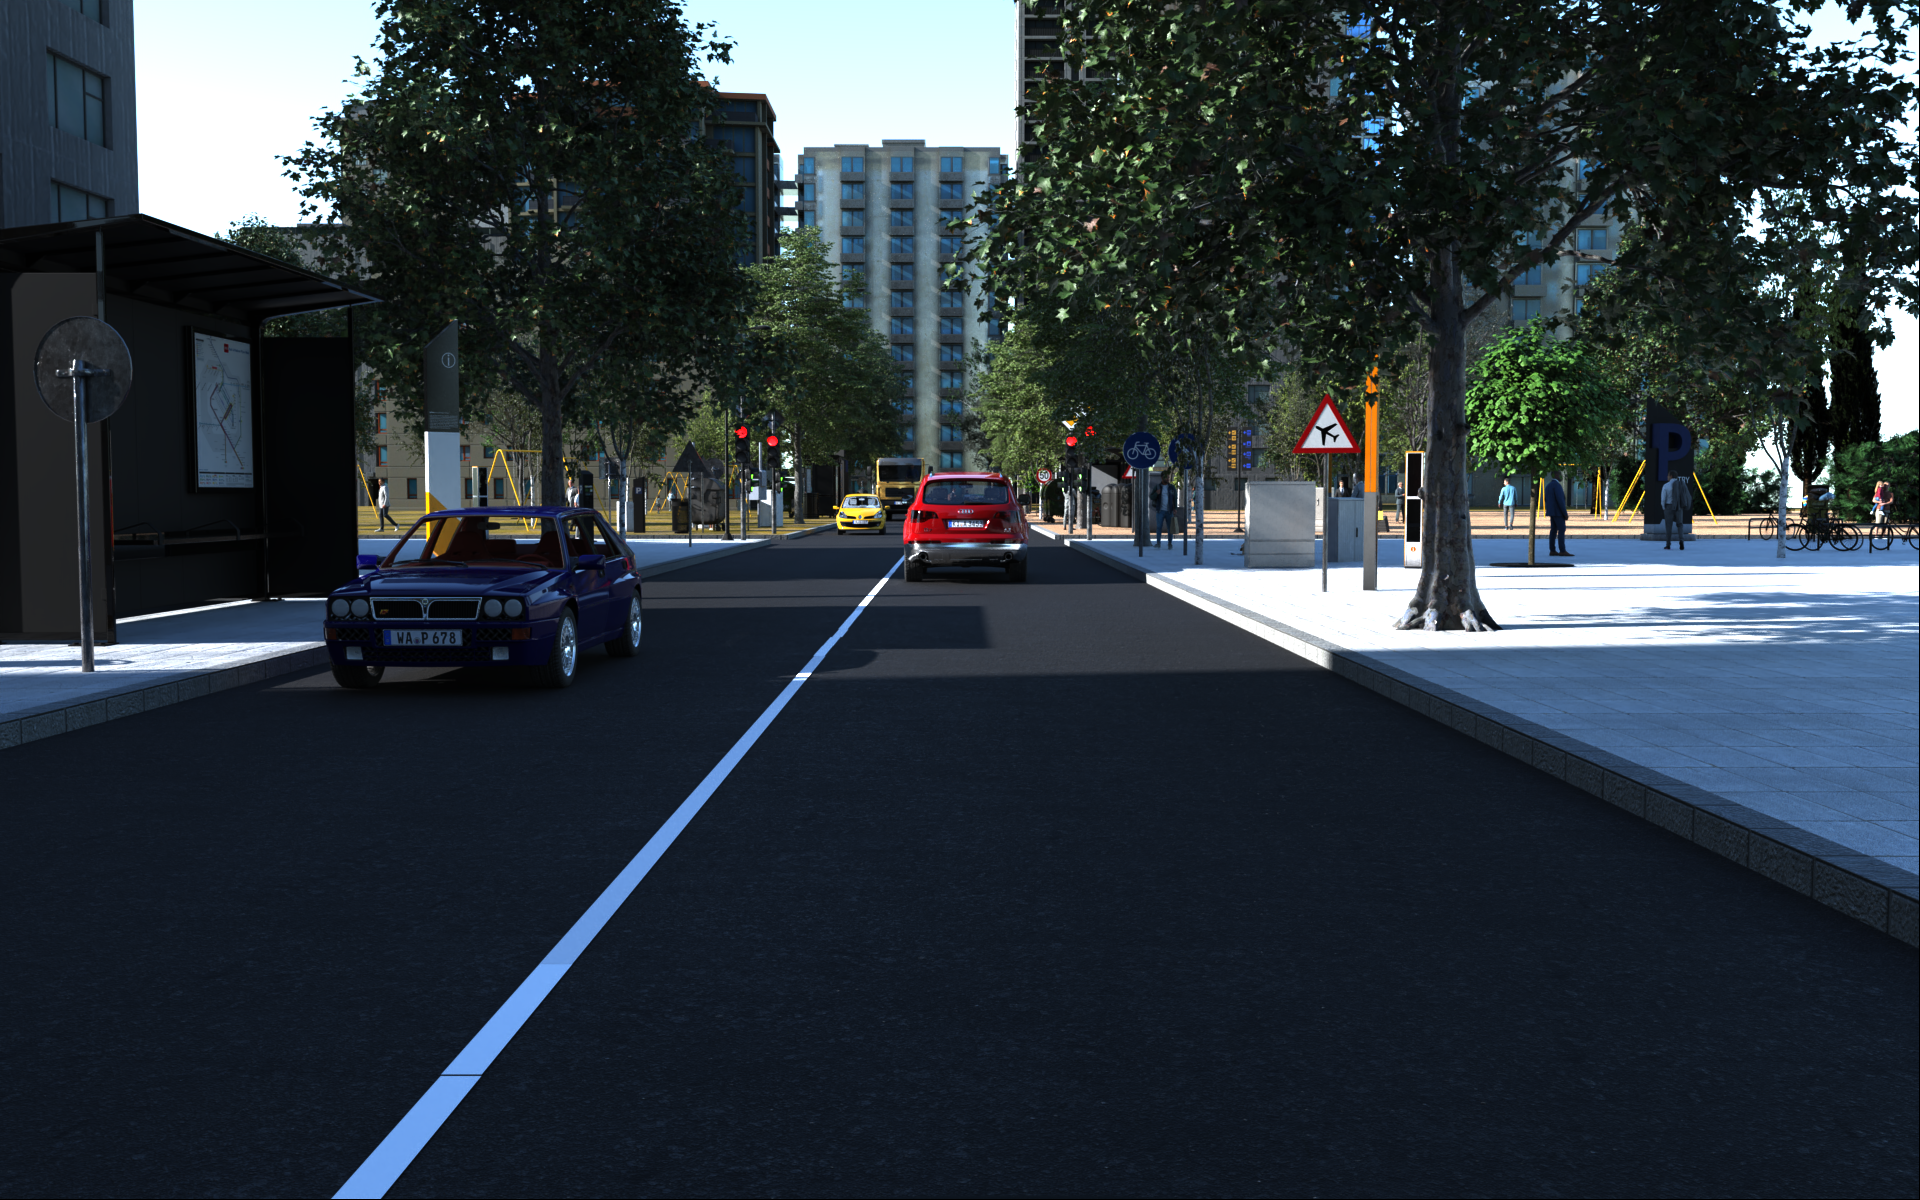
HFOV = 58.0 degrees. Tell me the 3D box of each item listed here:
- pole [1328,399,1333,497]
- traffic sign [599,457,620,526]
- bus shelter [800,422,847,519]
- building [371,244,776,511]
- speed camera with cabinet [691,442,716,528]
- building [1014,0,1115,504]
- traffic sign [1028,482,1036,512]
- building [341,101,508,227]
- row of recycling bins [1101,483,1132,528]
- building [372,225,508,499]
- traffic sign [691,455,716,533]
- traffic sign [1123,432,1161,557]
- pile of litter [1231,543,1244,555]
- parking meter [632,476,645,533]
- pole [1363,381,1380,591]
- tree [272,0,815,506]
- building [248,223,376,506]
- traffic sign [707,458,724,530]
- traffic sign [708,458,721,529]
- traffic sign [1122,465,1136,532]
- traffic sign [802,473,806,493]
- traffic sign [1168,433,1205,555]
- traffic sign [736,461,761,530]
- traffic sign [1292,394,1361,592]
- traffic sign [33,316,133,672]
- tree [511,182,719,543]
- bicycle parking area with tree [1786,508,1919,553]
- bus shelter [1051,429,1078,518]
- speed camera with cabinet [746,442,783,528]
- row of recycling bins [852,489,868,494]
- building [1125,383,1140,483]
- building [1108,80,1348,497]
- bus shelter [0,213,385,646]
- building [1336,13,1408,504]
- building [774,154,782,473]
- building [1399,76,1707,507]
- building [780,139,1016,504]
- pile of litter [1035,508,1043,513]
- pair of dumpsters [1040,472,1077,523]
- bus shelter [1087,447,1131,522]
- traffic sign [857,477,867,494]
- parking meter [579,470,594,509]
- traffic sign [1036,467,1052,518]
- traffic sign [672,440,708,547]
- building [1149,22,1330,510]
[{"bbox_3d":[7.948,-2.665,37.410,0.158,3.312,0.155,0,3,0],"label":"pole"},{"bbox_3d":[-9.772,-2.825,48.324,0.606,2.300,0.079,0,4,4],"label":"traffic sign"},{"bbox_3d":[-7.508,-7.106,93.822,2.179,5.291,8.768,0,4,0],"label":"bus shelter"},{"bbox_3d":[-30.918,-18.438,146.501,27.650,21.520,28.899,0,3,0],"label":"building"},{"bbox_3d":[-9.752,-4.365,65.700,0.660,3.252,2.038,-1,4,-22],"label":"speed camera with cabinet"},{"bbox_3d":[17.879,-48.702,234.525,20.611,71.187,20.563,0,3,0],"label":"building"},{"bbox_3d":[4.943,-7.432,121.625,0.768,2.556,0.104,0,4,8],"label":"traffic sign"},{"bbox_3d":[-67.603,-39.782,239.675,27.495,52.752,28.713,0,3,0],"label":"building"},{"bbox_3d":[6.466,-3.623,66.354,1.069,1.692,3.534,-2,4,-24],"label":"row of recycling bins"},{"bbox_3d":[-54.337,-25.525,189.030,14.107,30.474,14.160,0,3,0],"label":"building"},{"bbox_3d":[-8.519,-3.506,57.322,0.884,2.594,0.081,0,4,4],"label":"traffic sign"},{"bbox_3d":[3.701,-2.157,35.376,0.768,2.556,0.104,0,4,3],"label":"traffic sign"},{"bbox_3d":[6.487,-1.395,36.776,1.719,0.858,1.176,-1,4,-17],"label":"pile of litter"},{"bbox_3d":[-10.637,-3.158,57.345,0.399,1.863,0.255,0,4,-3],"label":"parking meter"},{"bbox_3d":[5.465,-1.782,22.981,0.158,3.312,0.155,0,3,0],"label":"pole"},{"bbox_3d":[-7.361,-6.947,30.596,9.611,12.733,9.660,0,3,0],"label":"tree"},{"bbox_3d":[-68.444,-25.509,188.765,14.107,30.474,14.160,0,3,0],"label":"building"},{"bbox_3d":[-8.694,-3.730,61.095,0.768,2.556,0.104,0,4,3],"label":"traffic sign"},{"bbox_3d":[-9.097,-3.840,62.794,0.884,2.594,0.081,0,4,6],"label":"traffic sign"},{"bbox_3d":[5.913,-3.581,58.549,0.884,2.594,0.081,0,4,3],"label":"traffic sign"},{"bbox_3d":[-9.338,-6.343,103.820,0.768,2.556,0.104,0,4,4],"label":"traffic sign"},{"bbox_3d":[4.716,-2.206,36.176,0.768,2.556,0.104,0,4,0],"label":"traffic sign"},{"bbox_3d":[-7.455,-3.727,60.935,0.884,2.594,0.081,0,4,1],"label":"traffic sign"},{"bbox_3d":[4.769,-1.381,22.585,0.884,2.594,0.081,0,4,4],"label":"traffic sign"},{"bbox_3d":[-6.296,-0.754,12.431,0.768,2.556,0.104,1,4,8],"label":"traffic sign"},{"bbox_3d":[-7.573,-5.400,38.660,4.360,8.622,3.978,0,3,0],"label":"tree"},{"bbox_3d":[22.874,-3.013,36.263,9.016,4.147,8.231,0,4,4],"label":"bicycle parking area with tree"},{"bbox_3d":[6.301,-7.342,97.669,2.179,5.291,8.768,0,3,0],"label":"bus shelter"},{"bbox_3d":[-7.545,-4.439,66.915,0.660,3.252,2.038,1,4,21],"label":"speed camera with cabinet"},{"bbox_3d":[-8.583,-7.463,129.137,3.534,1.692,1.069,-1,4,-16],"label":"row of recycling bins"},{"bbox_3d":[21.998,-23.671,158.728,14.160,30.474,14.107,0,3,0],"label":"building"},{"bbox_3d":[26.942,-34.300,180.405,23.786,49.044,30.456,0,3,0],"label":"building"},{"bbox_3d":[-7.696,-1.612,17.639,1.731,3.624,6.357,0,3,0],"label":"bus shelter"},{"bbox_3d":[43.684,-56.388,234.619,31.000,86.520,22.319,0,3,0],"label":"building"},{"bbox_3d":[-38.111,-37.722,236.357,30.456,49.044,23.786,0,3,0],"label":"building"},{"bbox_3d":[63.334,-34.502,183.710,30.456,49.044,23.786,0,3,0],"label":"building"},{"bbox_3d":[-7.655,-37.731,236.513,30.456,49.044,23.786,0,3,0],"label":"building"},{"bbox_3d":[5.773,-6.366,118.053,1.176,0.858,1.719,-1,4,-19],"label":"pile of litter"},{"bbox_3d":[4.504,-4.641,78.381,1.574,2.255,4.437,0,3,0],"label":"pair of dumpsters"},{"bbox_3d":[6.648,-5.107,77.428,2.014,3.302,5.546,0,3,0],"label":"bus shelter"},{"bbox_3d":[-7.118,-7.706,126.100,0.768,2.556,0.104,0,4,2],"label":"traffic sign"},{"bbox_3d":[-9.163,-2.248,42.473,0.255,1.863,0.399,-2,4,-33],"label":"parking meter"},{"bbox_3d":[4.023,-5.060,82.845,0.768,2.556,0.104,0,4,4],"label":"traffic sign"},{"bbox_3d":[-6.549,-2.569,42.003,0.884,2.594,0.081,0,4,7],"label":"traffic sign"},{"bbox_3d":[22.423,-28.180,144.330,14.154,41.232,14.086,0,3,0],"label":"building"}]
